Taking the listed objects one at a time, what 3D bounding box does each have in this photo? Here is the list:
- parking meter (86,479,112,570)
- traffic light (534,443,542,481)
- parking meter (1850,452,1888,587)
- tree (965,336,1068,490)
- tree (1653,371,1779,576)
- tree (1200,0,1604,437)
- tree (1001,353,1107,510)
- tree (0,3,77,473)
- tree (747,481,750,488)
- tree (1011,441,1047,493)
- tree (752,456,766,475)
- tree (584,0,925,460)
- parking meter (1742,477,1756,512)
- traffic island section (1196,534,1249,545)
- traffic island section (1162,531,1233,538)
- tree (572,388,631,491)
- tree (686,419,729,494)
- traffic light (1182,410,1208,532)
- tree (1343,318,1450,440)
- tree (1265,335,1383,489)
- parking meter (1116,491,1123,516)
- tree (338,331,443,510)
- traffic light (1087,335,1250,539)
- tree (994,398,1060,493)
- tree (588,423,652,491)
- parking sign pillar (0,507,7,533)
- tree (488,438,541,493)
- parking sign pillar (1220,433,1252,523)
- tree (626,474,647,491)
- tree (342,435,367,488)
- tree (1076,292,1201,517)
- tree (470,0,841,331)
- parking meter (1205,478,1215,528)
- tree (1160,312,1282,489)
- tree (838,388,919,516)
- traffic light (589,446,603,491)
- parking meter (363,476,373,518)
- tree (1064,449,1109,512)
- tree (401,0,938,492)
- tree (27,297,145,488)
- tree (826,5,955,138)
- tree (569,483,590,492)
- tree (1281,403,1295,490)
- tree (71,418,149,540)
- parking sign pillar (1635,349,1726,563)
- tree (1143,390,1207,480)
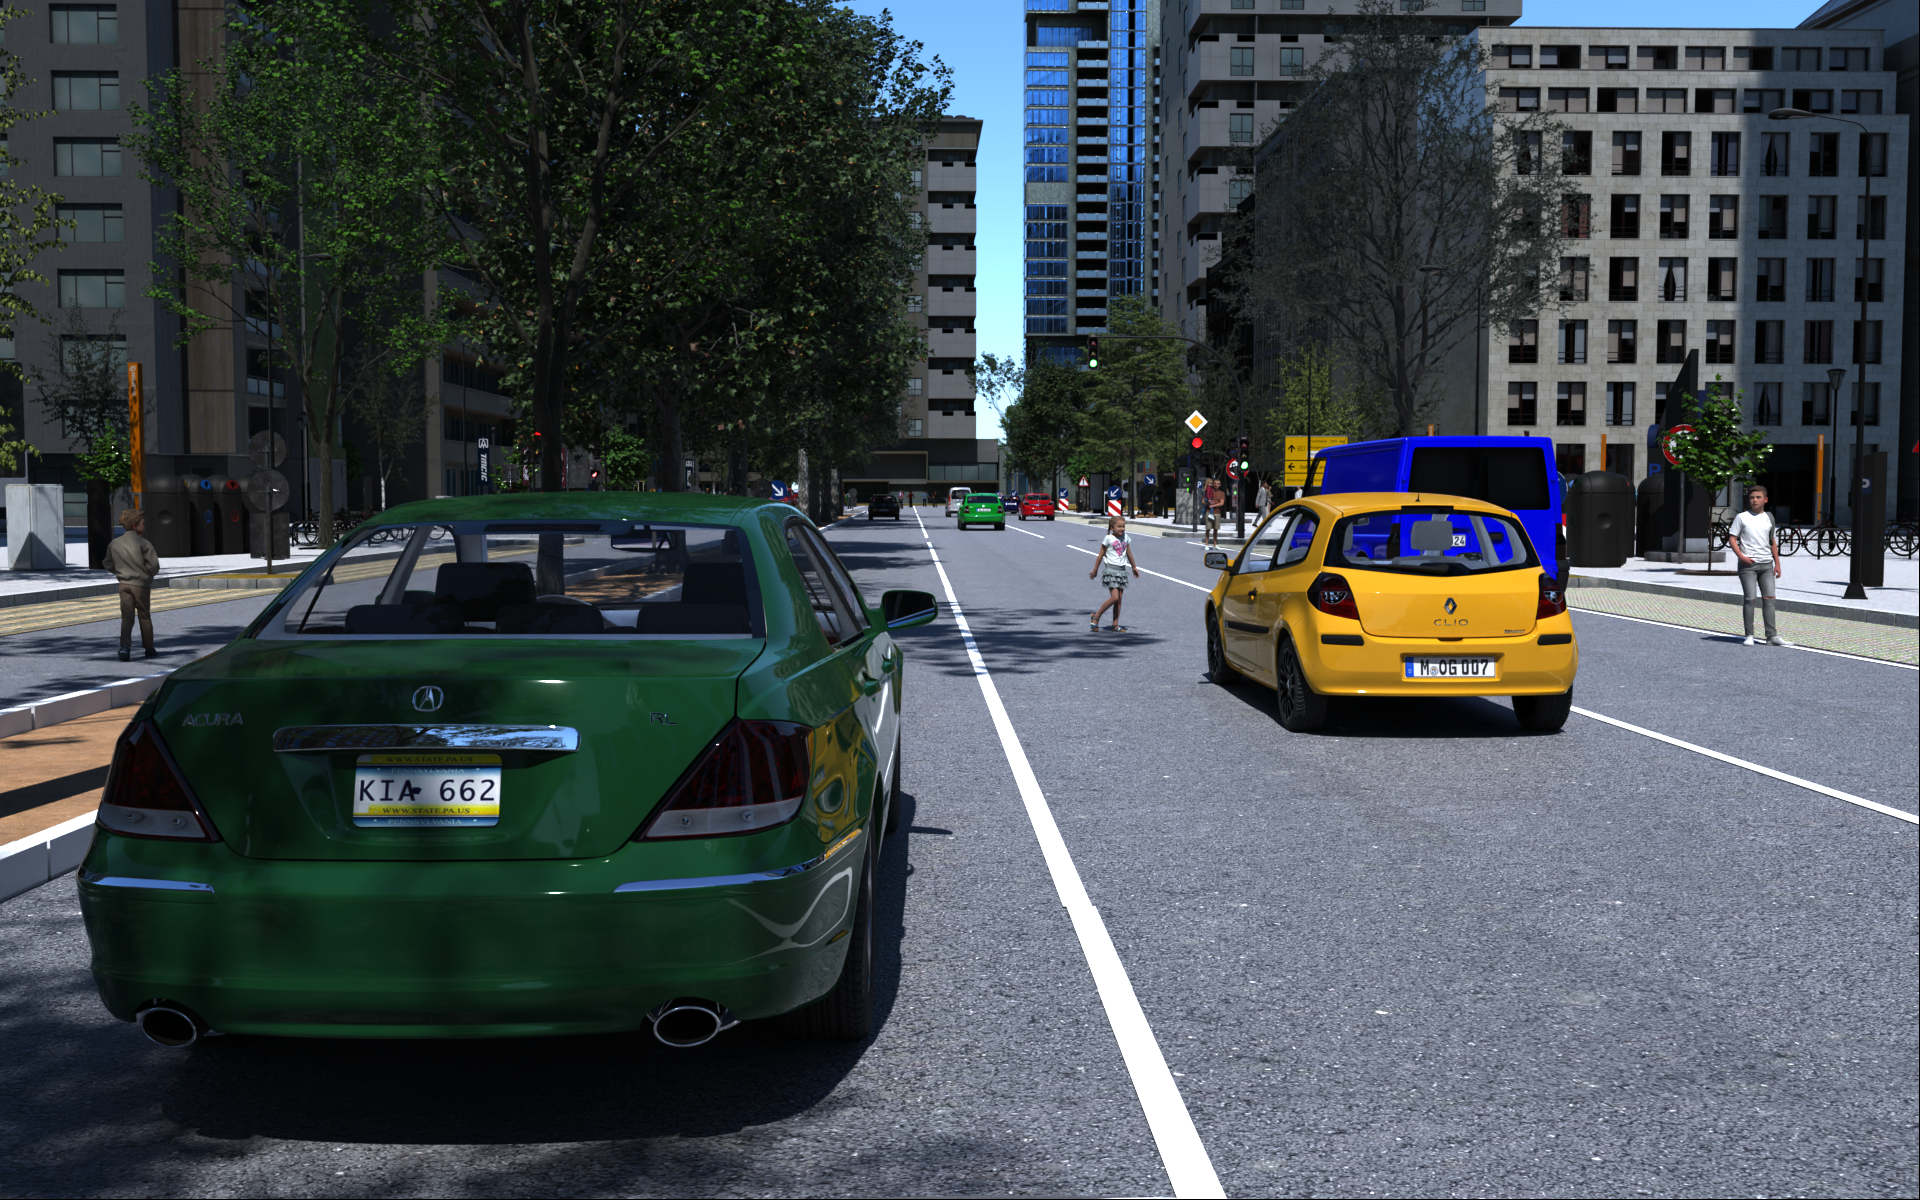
[{"bbox_3d":[-14.693,-1.295,29.577,0.372,1.533,0.369,0,3,0],"label":"parking meter"},{"bbox_3d":[-11.860,-3.695,49.332,0.839,4.253,0.868,0,4,-2],"label":"traffic light"},{"bbox_3d":[12.591,-1.120,24.025,0.255,1.863,0.399,-2,4,-28],"label":"parking meter"},{"bbox_3d":[7.792,-21.456,206.701,12.611,20.169,13.585,0,3,0],"label":"tree"},{"bbox_3d":[12.055,-2.008,27.430,1.663,3.219,1.824,0,3,0],"label":"tree"},{"bbox_3d":[10.752,-8.028,41.635,12.009,13.543,11.850,0,3,0],"label":"tree"},{"bbox_3d":[7.799,-13.712,141.201,9.611,12.733,9.660,0,3,0],"label":"tree"},{"bbox_3d":[-14.334,-4.510,24.103,4.737,8.622,4.395,0,3,0],"label":"tree"},{"bbox_3d":[-17.676,-8.938,140.734,1.663,3.219,1.824,0,3,0],"label":"tree"},{"bbox_3d":[7.181,-13.624,173.107,4.360,8.622,3.978,0,3,0],"label":"tree"},{"bbox_3d":[-18.286,-14.691,174.609,8.767,10.594,7.601,0,4,-1],"label":"tree"},{"bbox_3d":[-5.318,-8.047,40.674,9.857,13.997,8.962,0,3,0],"label":"tree"},{"bbox_3d":[27.709,-3.372,60.836,0.399,1.863,0.255,-2,4,-23],"label":"parking meter"},{"bbox_3d":[8.133,-1.699,50.052,2.009,0.180,2.903,0,4,-2],"label":"traffic island section"},{"bbox_3d":[7.896,-2.187,58.034,2.009,0.180,2.903,0,4,-2],"label":"traffic island section"},{"bbox_3d":[-22.837,-9.758,109.910,4.360,8.622,3.978,0,3,0],"label":"tree"},{"bbox_3d":[-16.975,-10.293,118.656,4.360,8.622,3.978,0,3,0],"label":"tree"},{"bbox_3d":[7.856,-4.220,57.919,0.839,4.253,0.868,0,4,-2],"label":"traffic light"},{"bbox_3d":[17.735,-7.424,71.745,4.360,8.622,3.978,0,3,0],"label":"tree"},{"bbox_3d":[17.174,-7.964,80.574,4.737,8.622,4.395,0,3,0],"label":"tree"},{"bbox_3d":[9.399,-5.723,101.990,0.372,1.533,0.369,0,3,0],"label":"parking meter"},{"bbox_3d":[-26.119,-7.865,78.951,4.360,8.622,3.978,0,3,0],"label":"tree"},{"bbox_3d":[6.004,-4.591,49.734,4.771,5.953,1.251,0,4,-2],"label":"traffic light"},{"bbox_3d":[7.403,-15.659,181.780,9.928,11.665,9.643,0,3,0],"label":"tree"},{"bbox_3d":[-15.851,-5.886,79.944,4.285,4.588,4.351,0,3,0],"label":"tree"},{"bbox_3d":[-31.924,-4.220,57.466,1.447,3.967,1.447,2,4,25],"label":"parking sign pillar"},{"bbox_3d":[-15.369,-4.000,59.998,1.663,3.219,1.824,0,3,0],"label":"tree"},{"bbox_3d":[12.186,-5.382,76.471,1.447,3.967,1.447,0,4,3],"label":"parking sign pillar"},{"bbox_3d":[-22.831,-7.797,122.080,1.663,3.219,1.824,0,3,0],"label":"tree"},{"bbox_3d":[-31.087,-6.240,85.744,4.285,4.588,4.351,0,3,0],"label":"tree"},{"bbox_3d":[10.040,-10.985,97.738,7.486,12.596,7.792,0,3,0],"label":"tree"},{"bbox_3d":[-4.834,-5.639,20.416,9.928,11.665,9.643,0,3,0],"label":"tree"},{"bbox_3d":[9.340,-3.602,64.610,0.255,1.863,0.399,2,4,32],"label":"parking meter"},{"bbox_3d":[10.138,-7.277,69.336,4.360,8.622,3.978,0,3,0],"label":"tree"},{"bbox_3d":[-7.633,-12.099,110.645,12.009,13.543,11.850,0,3,0],"label":"tree"},{"bbox_3d":[-10.008,-5.061,57.410,4.771,5.953,1.251,0,4,-2],"label":"traffic light"},{"bbox_3d":[-19.484,-3.140,57.049,0.255,1.863,0.399,-2,4,-24],"label":"parking meter"},{"bbox_3d":[9.054,-8.513,122.905,4.285,4.588,4.351,0,3,0],"label":"tree"},{"bbox_3d":[-5.181,-6.815,30.896,9.611,12.733,9.660,0,3,0],"label":"tree"},{"bbox_3d":[-32.291,-6.981,64.498,4.360,8.622,3.978,0,3,0],"label":"tree"},{"bbox_3d":[-6.989,-12.566,63.808,12.611,20.169,13.585,0,3,0],"label":"tree"},{"bbox_3d":[-26.991,-7.777,121.755,1.663,3.219,1.824,0,3,0],"label":"tree"},{"bbox_3d":[17.367,-9.139,99.786,4.360,8.622,3.978,0,3,0],"label":"tree"},{"bbox_3d":[-21.792,-3.033,44.195,1.663,3.219,1.824,0,3,0],"label":"tree"},{"bbox_3d":[13.801,-2.715,32.868,1.447,3.967,1.447,0,4,4],"label":"parking sign pillar"},{"bbox_3d":[15.302,-10.576,123.286,4.737,8.622,4.395,0,3,0],"label":"tree"}]
